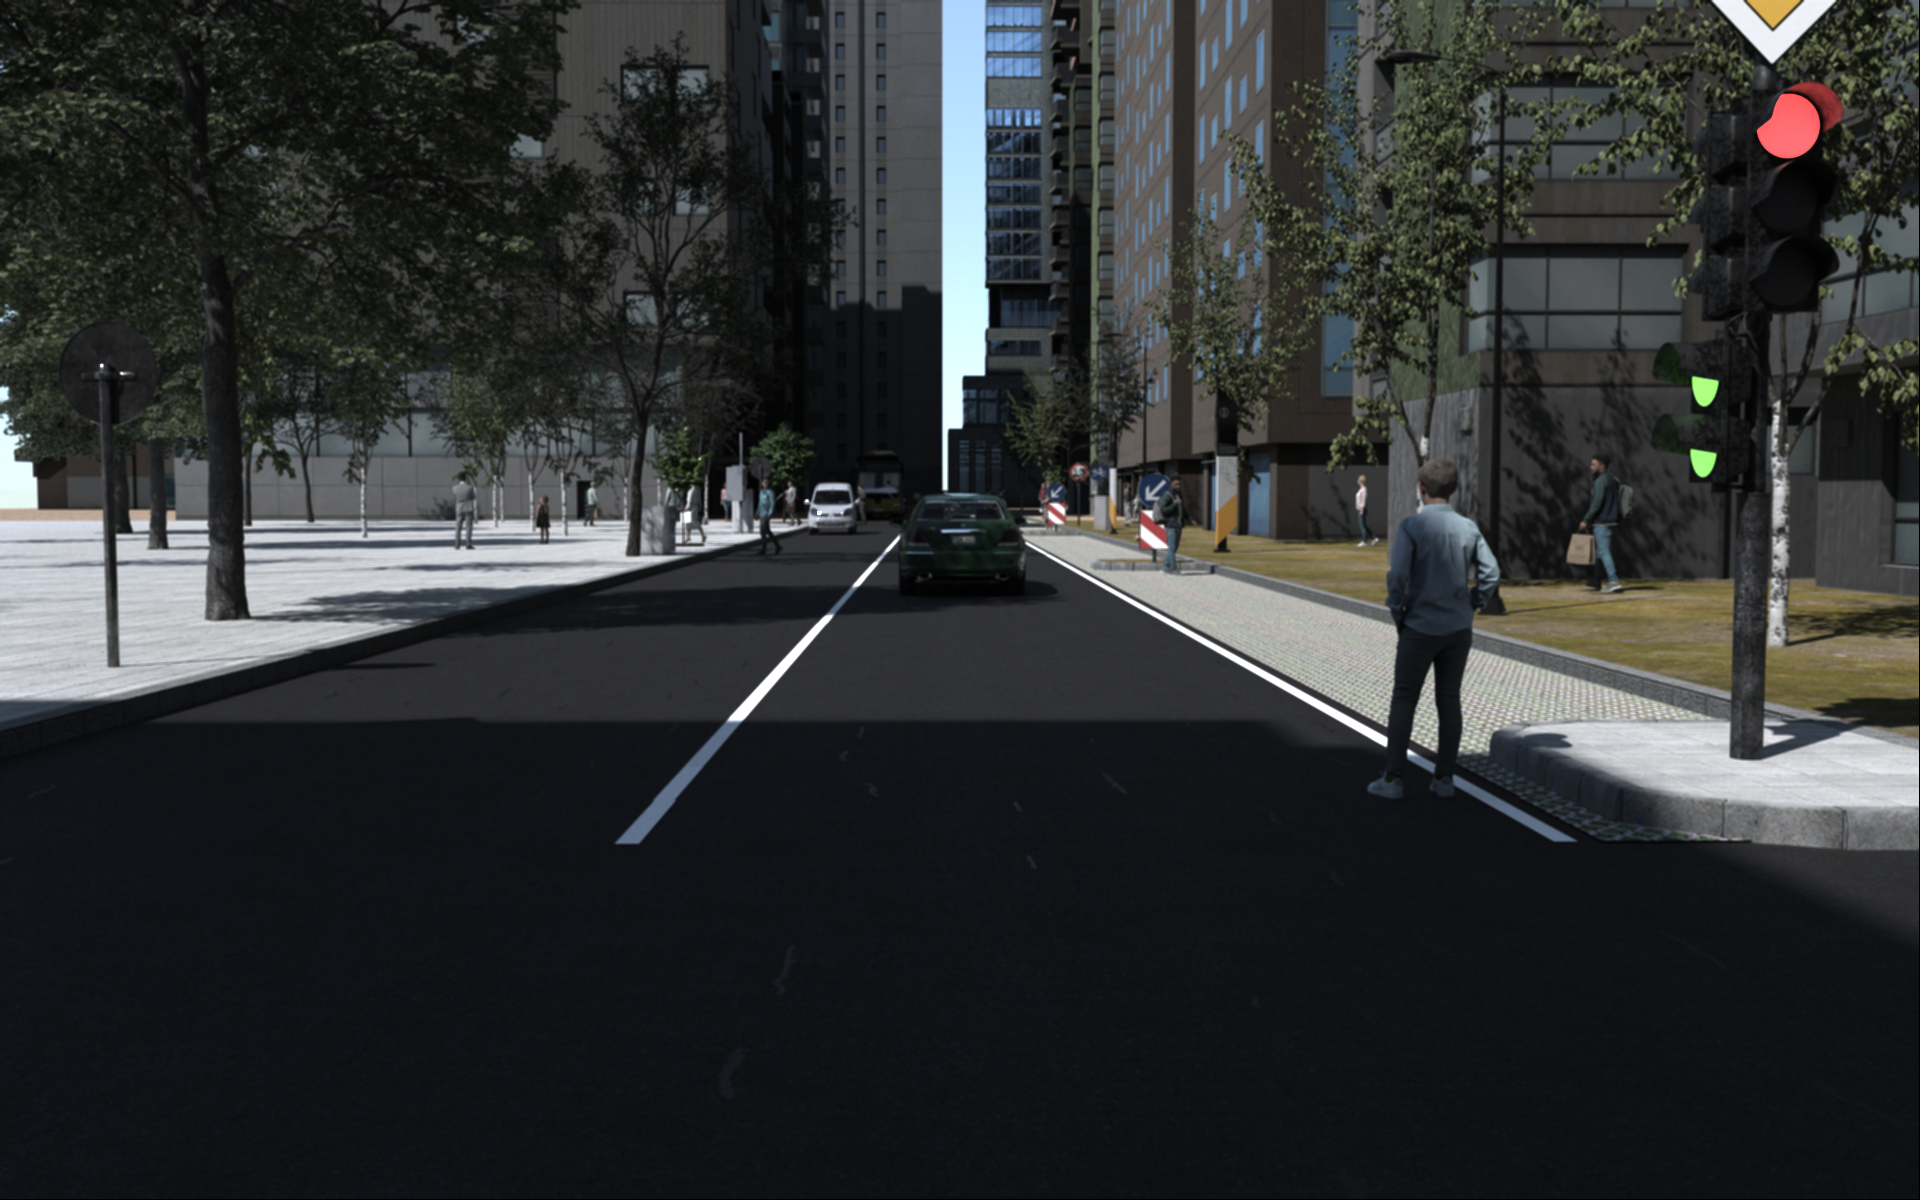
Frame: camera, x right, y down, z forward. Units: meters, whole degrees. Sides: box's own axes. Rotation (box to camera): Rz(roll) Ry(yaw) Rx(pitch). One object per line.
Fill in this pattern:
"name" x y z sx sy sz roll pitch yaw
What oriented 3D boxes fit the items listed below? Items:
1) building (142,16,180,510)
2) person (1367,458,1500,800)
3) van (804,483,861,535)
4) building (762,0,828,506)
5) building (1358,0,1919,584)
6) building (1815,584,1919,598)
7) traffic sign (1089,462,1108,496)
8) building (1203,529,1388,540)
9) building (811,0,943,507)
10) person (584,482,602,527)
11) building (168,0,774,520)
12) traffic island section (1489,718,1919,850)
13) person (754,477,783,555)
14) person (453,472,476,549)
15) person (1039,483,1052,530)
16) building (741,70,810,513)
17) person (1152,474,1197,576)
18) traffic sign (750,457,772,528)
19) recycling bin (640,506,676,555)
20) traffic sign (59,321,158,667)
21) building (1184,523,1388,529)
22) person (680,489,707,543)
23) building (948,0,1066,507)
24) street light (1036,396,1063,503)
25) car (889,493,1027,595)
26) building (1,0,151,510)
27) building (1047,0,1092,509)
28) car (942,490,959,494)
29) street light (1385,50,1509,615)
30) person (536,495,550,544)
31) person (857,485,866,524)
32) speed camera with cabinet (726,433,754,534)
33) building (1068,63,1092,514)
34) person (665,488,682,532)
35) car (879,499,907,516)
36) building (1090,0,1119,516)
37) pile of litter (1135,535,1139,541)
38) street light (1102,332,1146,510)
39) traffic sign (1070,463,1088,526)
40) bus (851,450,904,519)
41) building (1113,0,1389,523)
"building" -52.637 -31.849 144.433 21.600 48.544 21.300 0 4 -1
"person" 2.254 0.128 8.225 0.589 1.601 0.330 0 4 -2
"van" -4.573 -3.390 62.444 2.013 2.044 4.112 0 4 -2
"building" -26.595 -32.042 143.496 30.456 49.044 23.786 0 4 -1
"building" 14.714 -21.297 31.808 14.154 41.232 14.086 0 4 -1
"building" 17.918 -20.332 16.020 14.086 41.232 14.154 0 4 -1
"traffic sign" 5.501 -4.213 68.987 0.768 2.556 0.104 0 4 2
"building" 15.298 -24.690 53.794 14.600 45.320 14.200 0 4 -1
"building" -15.846 -39.002 179.674 28.212 58.520 21.231 0 4 -1
"person" -14.395 -3.753 67.893 0.515 1.767 0.782 -3 5 -42
"building" -24.856 -30.996 96.022 28.713 52.752 27.495 0 4 -1
"traffic island section" 3.841 0.848 8.415 2.009 0.180 2.903 0 4 -1
"person" -4.493 -1.980 40.738 0.748 1.841 0.638 -1 4 -22
"person" -11.549 -2.089 40.381 0.511 1.800 0.466 -1 4 -13
"person" 3.086 -3.253 61.660 0.580 1.828 0.573 1 4 18
"building" -17.906 -21.225 118.731 14.160 30.474 14.107 0 4 -1
"person" 3.719 -1.305 30.178 0.721 1.781 0.623 2 4 26
"traffic sign" -6.773 -3.594 58.869 0.768 2.556 0.104 0 4 8
"recycling bin" -6.435 -1.473 36.646 0.722 1.027 0.722 0 4 1
"traffic sign" -6.278 -0.774 12.769 0.768 2.556 0.104 0 4 6
"building" 15.314 -26.045 75.954 14.600 45.320 14.200 0 4 -1
"person" -6.995 -2.397 45.586 0.624 1.780 0.694 2 4 33
"building" 14.220 -53.001 179.232 31.000 86.520 22.319 0 4 -1
"street light" 4.302 -6.718 82.382 1.470 5.913 1.316 0 4 -1
"car" -0.010 -0.878 26.151 2.131 1.459 4.920 0 4 -2
"building" -70.583 -30.453 148.021 14.200 45.320 14.600 0 4 -1
"building" 18.728 -29.801 141.864 22.147 44.769 28.867 0 4 -1
"car" -0.873 -9.173 158.645 2.281 1.827 5.304 0 4 -2
"street light" 5.150 -2.799 18.312 1.470 5.913 1.316 0 4 -1
"person" -10.700 -2.059 44.384 0.362 1.253 0.373 -3 5 -40
"person" -4.673 -4.502 81.908 0.447 1.846 0.655 -2 4 -24
"speed camera with cabinet" -7.192 -3.803 56.520 0.660 3.252 2.038 0 4 2
"building" 14.395 -21.306 120.047 14.160 30.474 14.107 0 4 -1
"person" -9.722 -3.217 59.124 0.515 1.767 0.782 3 4 37
"car" -4.441 -6.327 113.037 1.945 1.707 3.694 0 4 -2
"building" 14.864 -25.794 105.323 14.154 41.232 14.086 0 4 -1
"pile of litter" 5.351 -2.037 47.271 1.176 0.858 1.719 1 4 9
"street light" 4.786 -4.733 49.918 1.470 5.913 1.316 0 4 -1
"traffic sign" 4.823 -4.286 70.183 0.768 2.556 0.104 0 4 8
"bus" -4.631 -6.696 101.020 2.896 3.916 12.252 0 4 -1
"building" 15.728 -26.969 91.052 14.600 45.320 14.200 0 4 -1
